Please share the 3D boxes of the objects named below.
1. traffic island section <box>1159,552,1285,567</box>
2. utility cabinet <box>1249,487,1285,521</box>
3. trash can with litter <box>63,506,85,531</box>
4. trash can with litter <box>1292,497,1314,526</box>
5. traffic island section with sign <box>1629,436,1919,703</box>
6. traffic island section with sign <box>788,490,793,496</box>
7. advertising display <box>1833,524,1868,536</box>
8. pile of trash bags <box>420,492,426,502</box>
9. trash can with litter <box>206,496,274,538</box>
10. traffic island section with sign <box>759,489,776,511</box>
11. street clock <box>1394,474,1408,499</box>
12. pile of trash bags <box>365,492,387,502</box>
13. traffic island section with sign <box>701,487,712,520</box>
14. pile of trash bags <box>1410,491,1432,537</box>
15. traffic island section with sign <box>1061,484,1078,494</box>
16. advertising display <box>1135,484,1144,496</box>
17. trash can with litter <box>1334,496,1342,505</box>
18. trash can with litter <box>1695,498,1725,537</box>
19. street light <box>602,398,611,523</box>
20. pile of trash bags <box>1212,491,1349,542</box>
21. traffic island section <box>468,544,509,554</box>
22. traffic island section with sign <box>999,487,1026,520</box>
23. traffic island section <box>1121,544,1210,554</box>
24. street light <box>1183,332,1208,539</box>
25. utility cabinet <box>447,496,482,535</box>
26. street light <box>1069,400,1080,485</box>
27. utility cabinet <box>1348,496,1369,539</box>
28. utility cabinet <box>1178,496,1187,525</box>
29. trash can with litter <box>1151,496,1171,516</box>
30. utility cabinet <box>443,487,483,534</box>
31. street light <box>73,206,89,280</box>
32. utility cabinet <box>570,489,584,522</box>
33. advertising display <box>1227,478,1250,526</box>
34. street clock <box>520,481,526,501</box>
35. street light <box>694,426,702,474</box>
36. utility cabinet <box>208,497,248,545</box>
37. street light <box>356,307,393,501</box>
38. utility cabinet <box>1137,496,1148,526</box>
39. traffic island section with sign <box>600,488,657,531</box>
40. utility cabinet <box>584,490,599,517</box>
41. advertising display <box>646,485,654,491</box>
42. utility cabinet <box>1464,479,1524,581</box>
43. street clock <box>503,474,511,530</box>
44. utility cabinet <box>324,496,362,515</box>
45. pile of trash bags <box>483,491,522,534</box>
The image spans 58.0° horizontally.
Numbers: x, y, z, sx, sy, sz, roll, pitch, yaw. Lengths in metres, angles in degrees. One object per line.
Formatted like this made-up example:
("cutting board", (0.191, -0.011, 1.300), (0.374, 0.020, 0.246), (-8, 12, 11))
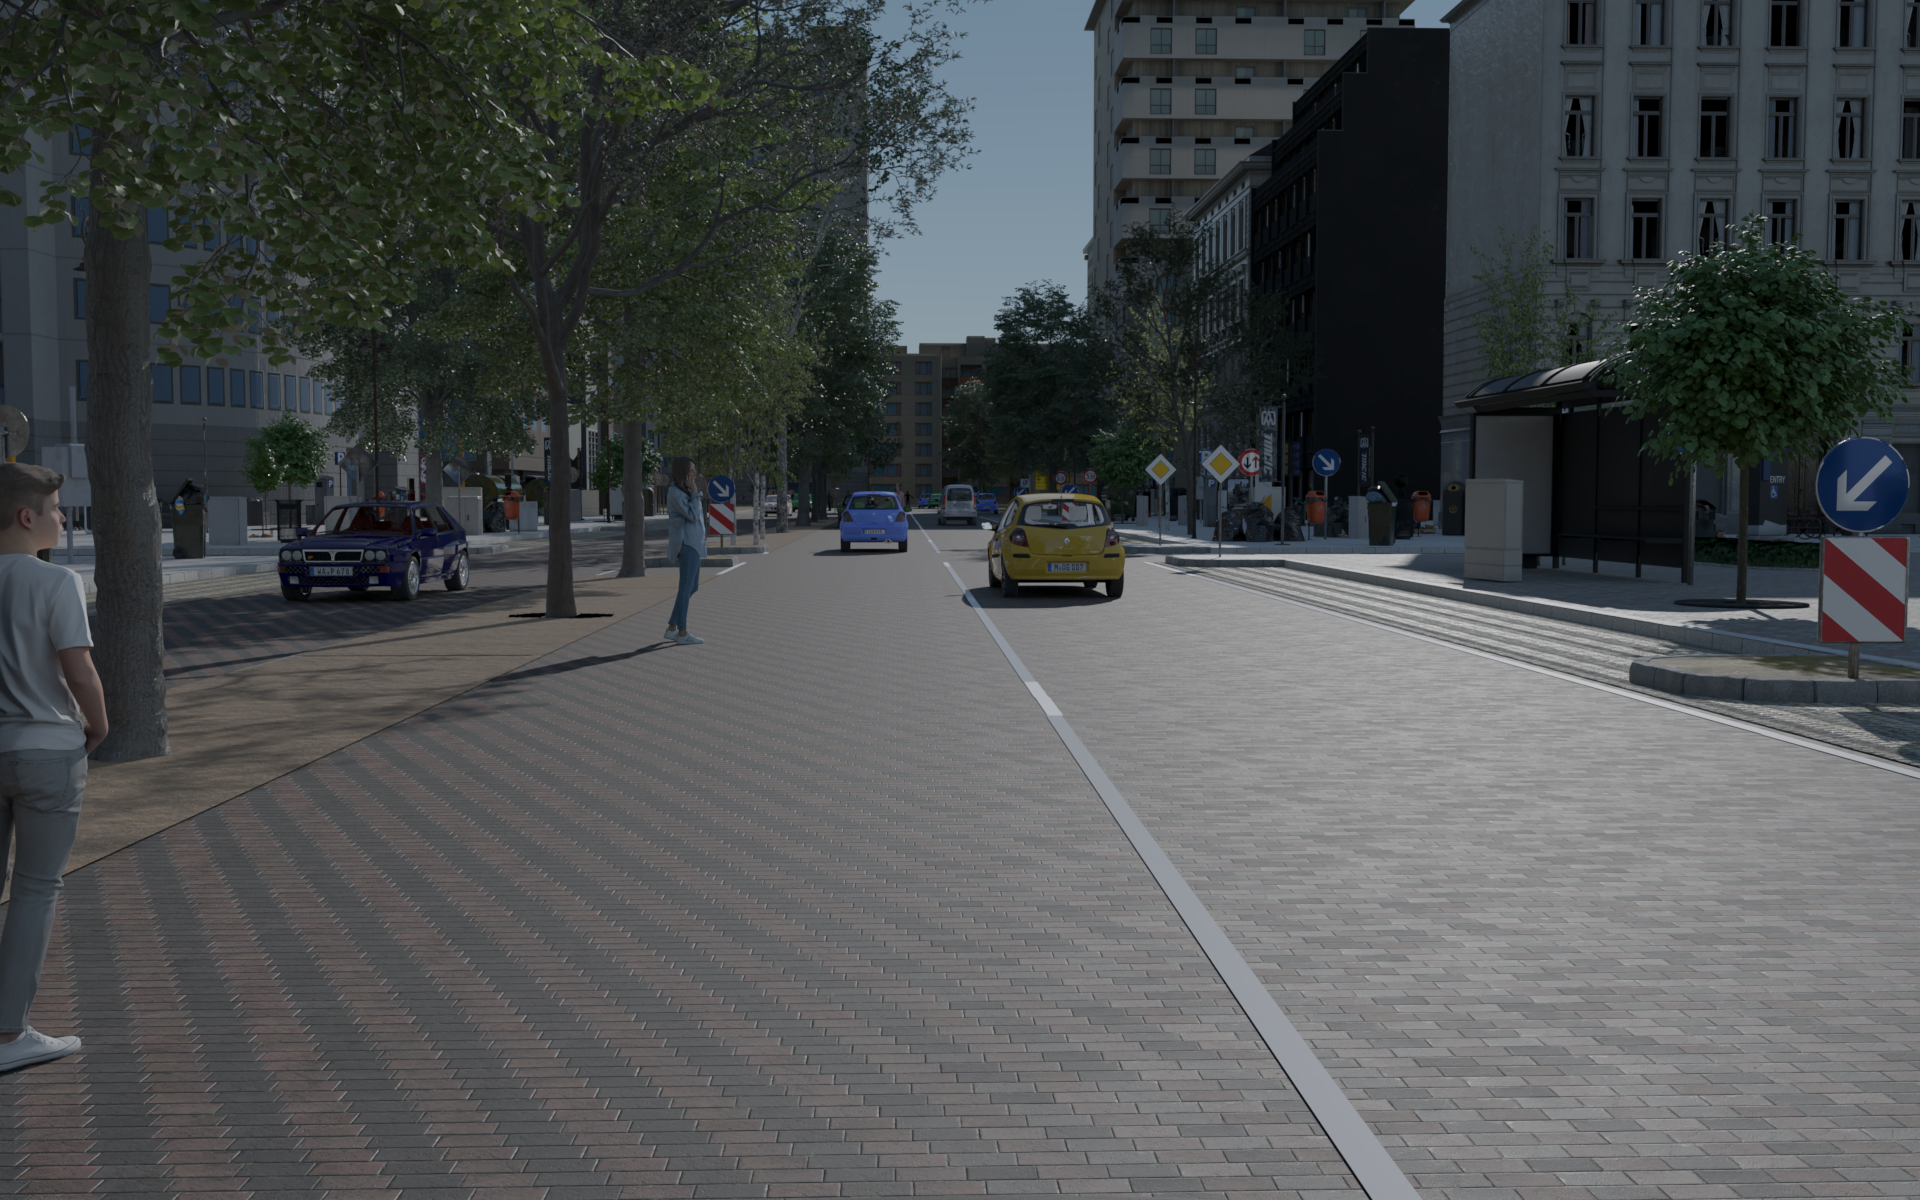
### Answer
("traffic island section", (5.290, -0.786, 35.135), (2.009, 0.180, 2.903), (0, 4, -2))
("utility cabinet", (9.505, -2.752, 53.679), (1.173, 1.500, 0.318), (-2, 4, -27))
("trash can with litter", (-31.262, -3.021, 60.451), (1.678, 1.210, 2.233), (0, 4, 3))
("trash can with litter", (13.756, -3.518, 68.900), (1.055, 1.170, 0.624), (2, 4, 32))
("traffic island section with sign", (6.102, -0.252, 12.744), (1.989, 1.847, 2.006), (0, 4, -2))
("traffic island section with sign", (-16.659, -9.959, 171.452), (1.989, 1.847, 2.006), (0, 4, -2))
("advertising display", (23.567, -2.482, 45.787), (0.974, 1.923, 0.123), (0, 4, 1))
("pile of trash bags", (-29.994, -5.294, 96.313), (1.912, 1.369, 3.447), (-1, 4, -15))
("trash can with litter", (-21.191, -2.452, 51.146), (2.233, 1.210, 1.678), (0, 4, 0))
("traffic island section with sign", (-15.668, -8.311, 144.515), (1.989, 1.847, 2.006), (0, 4, -2))
("street clock", (16.149, -3.600, 63.423), (0.471, 2.002, 0.358), (1, 4, 20))
("pile of trash bags", (-21.482, -3.344, 64.420), (1.912, 1.369, 3.447), (-1, 4, -15))
("traffic island section with sign", (-13.862, -5.274, 94.863), (1.989, 1.847, 2.006), (0, 4, -2))
("pile of trash bags", (12.379, -2.570, 51.779), (3.447, 1.369, 1.912), (0, 4, -1))
("traffic island section with sign", (4.106, -3.613, 67.697), (1.989, 1.847, 2.006), (0, 4, -2))
("advertising display", (11.228, -6.304, 108.291), (0.123, 1.923, 0.974), (3, 4, 38))
("trash can with litter", (12.870, -2.951, 59.301), (1.678, 1.210, 2.233), (0, 4, 6))
("trash can with litter", (19.747, -2.101, 45.734), (1.055, 1.170, 0.624), (-2, 4, -31))
("street light", (-15.594, -6.360, 76.775), (0.468, 5.910, 1.993), (0, 4, -2))
("pile of trash bags", (8.682, -2.302, 47.391), (3.447, 1.369, 1.912), (-2, 4, -32))
("traffic island section", (-12.280, -1.236, 42.493), (2.009, 0.180, 2.903), (0, 4, -2))
("traffic island section with sign", (3.125, -5.261, 94.644), (1.989, 1.847, 2.006), (0, 4, -2))
("traffic island section", (5.000, -1.274, 43.115), (2.009, 0.180, 2.903), (0, 4, -2))
("street light", (6.737, -4.702, 49.658), (0.468, 5.910, 1.993), (0, 4, -2))
("utility cabinet", (-15.397, -2.608, 53.795), (1.020, 1.237, 0.306), (1, 4, 10))
("street light", (5.548, -6.786, 83.740), (0.468, 5.910, 1.993), (0, 4, -2))
("utility cabinet", (11.553, -2.384, 50.139), (0.306, 1.237, 1.020), (2, 4, 31))
("utility cabinet", (9.292, -3.671, 71.184), (0.306, 1.237, 1.020), (-1, 4, -17))
("trash can with litter", (11.496, -5.522, 101.346), (1.678, 1.210, 2.233), (1, 4, 20))
("utility cabinet", (-15.846, -2.847, 55.220), (1.173, 1.500, 0.318), (-1, 4, -9))
("street light", (-13.758, -3.386, 28.147), (0.468, 5.910, 1.993), (0, 4, -2))
("utility cabinet", (-17.801, -4.324, 79.383), (0.318, 1.500, 1.173), (1, 4, 19))
("advertising display", (11.350, -3.999, 70.595), (0.974, 1.923, 0.123), (2, 4, 30))
("street clock", (-23.930, -5.517, 94.771), (0.358, 2.002, 0.471), (1, 4, 11))
("street light", (-16.702, -8.445, 110.860), (0.468, 5.910, 1.993), (0, 4, -2))
("utility cabinet", (-18.387, -1.978, 43.501), (1.020, 1.237, 0.306), (1, 4, 22))
("street light", (-14.344, -4.265, 42.527), (0.468, 5.910, 1.993), (0, 4, -2))
("utility cabinet", (7.297, -3.551, 69.220), (0.306, 1.237, 1.020), (1, 4, 16))
("traffic island section with sign", (-12.867, -3.600, 67.492), (1.989, 1.847, 2.006), (0, 4, -2))
("utility cabinet", (-20.845, -5.403, 97.021), (1.173, 1.500, 0.318), (-2, 4, -24))
("advertising display", (-19.688, -6.385, 109.608), (0.974, 1.923, 0.123), (-2, 4, -30))
("utility cabinet", (7.885, -1.034, 25.579), (0.318, 1.500, 1.173), (-1, 4, -11))
("street clock", (-16.128, -3.504, 61.859), (0.358, 2.002, 0.471), (-1, 4, -15))
("utility cabinet", (-20.037, -2.750, 56.125), (1.020, 1.237, 0.306), (-2, 4, -31))
("pile of trash bags", (-15.632, -2.893, 57.060), (3.447, 1.369, 1.912), (3, 4, 37))
